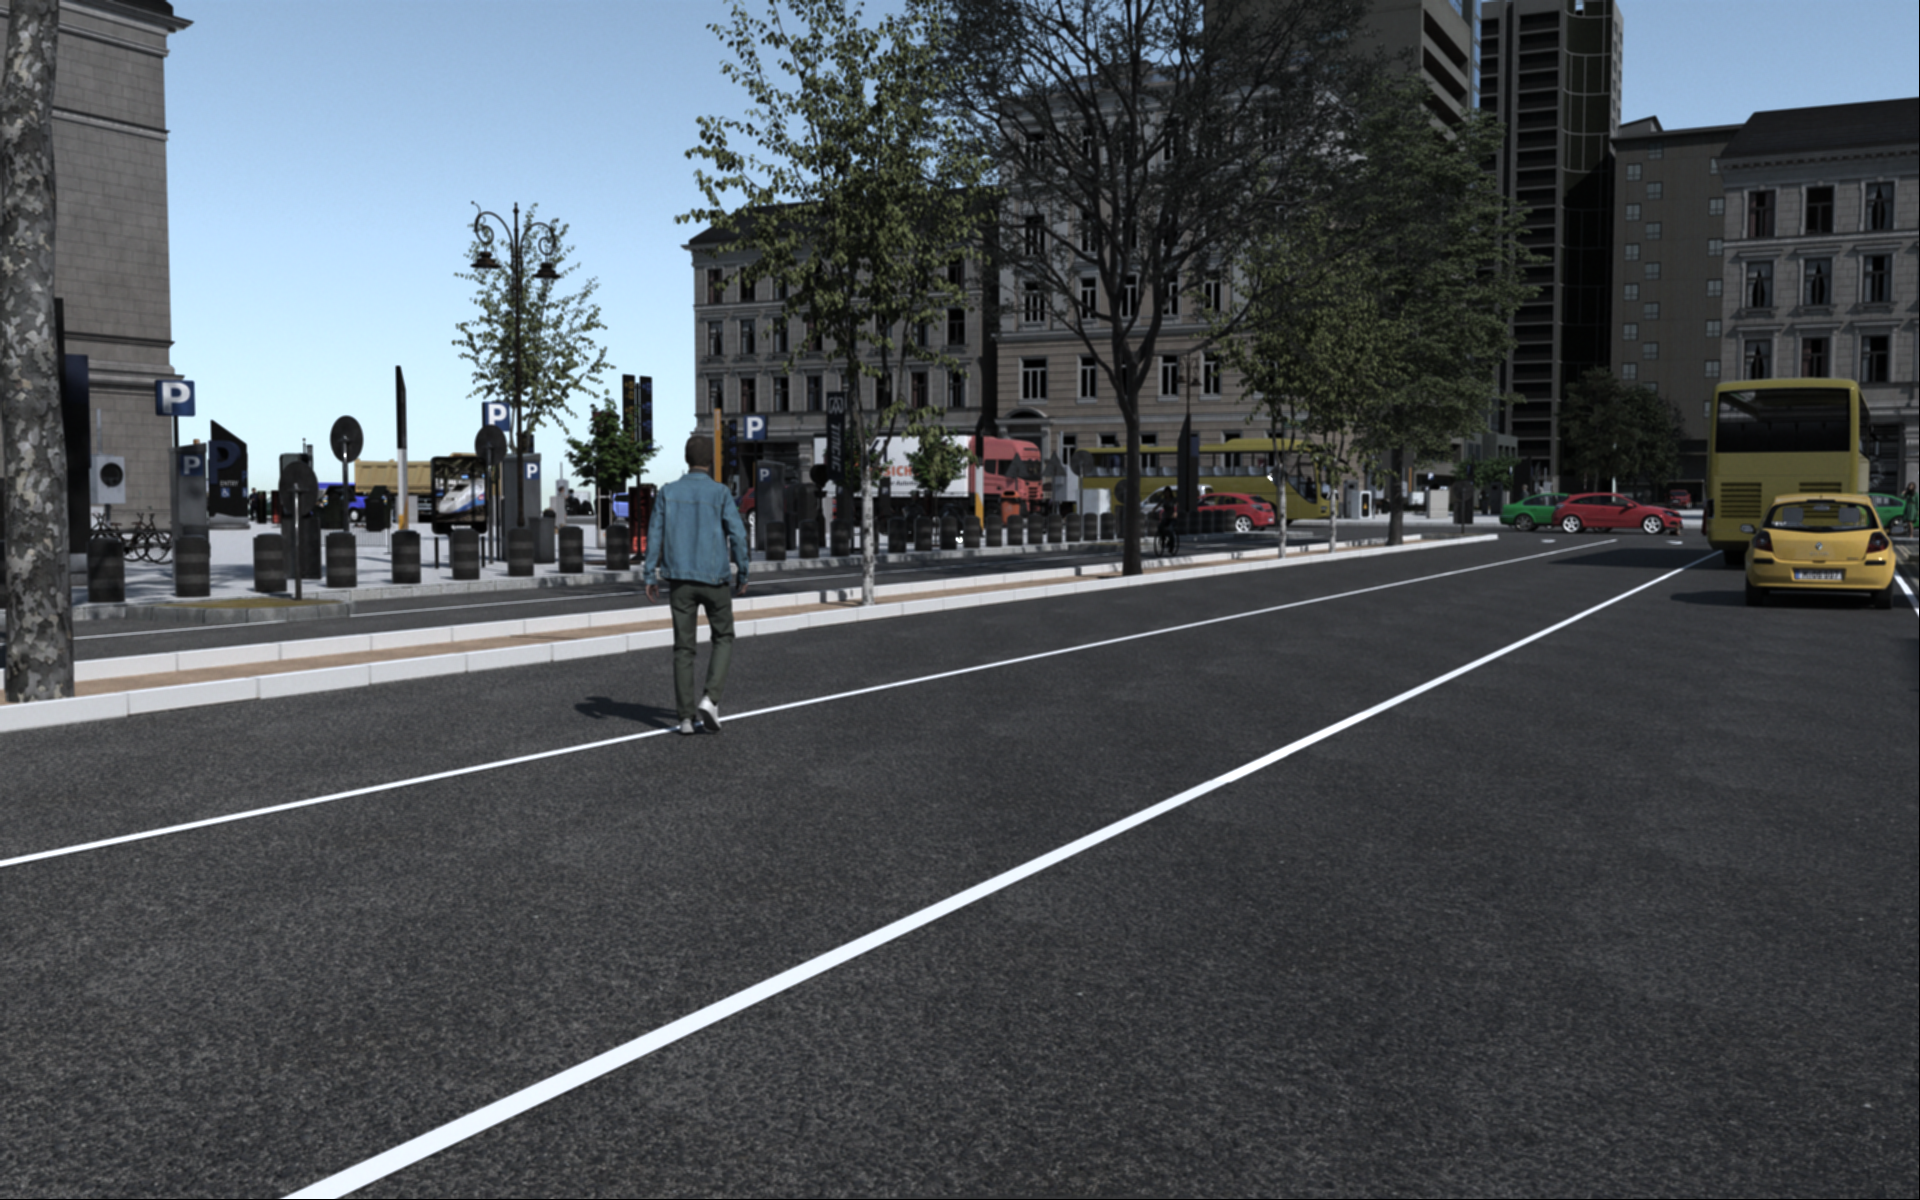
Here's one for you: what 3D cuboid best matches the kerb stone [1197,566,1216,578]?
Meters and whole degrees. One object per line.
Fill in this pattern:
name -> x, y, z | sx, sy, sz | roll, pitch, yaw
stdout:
kerb stone -> 4.173, -0.475, 29.969 | 0.120, 0.150, 1.000 | 2, 4, 27

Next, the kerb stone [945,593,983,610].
kerb stone -> -0.024, 0.027, 21.750 | 0.120, 0.150, 1.000 | 2, 4, 27

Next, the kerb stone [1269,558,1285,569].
kerb stone -> 6.054, -0.700, 33.632 | 0.120, 0.150, 1.000 | 2, 4, 27

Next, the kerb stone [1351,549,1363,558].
kerb stone -> 8.856, -1.032, 39.124 | 0.120, 0.150, 1.000 | 2, 4, 27

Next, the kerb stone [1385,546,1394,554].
kerb stone -> 10.263, -1.203, 41.871 | 0.120, 0.150, 1.000 | 2, 4, 27

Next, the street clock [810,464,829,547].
street clock -> -3.358, -2.271, 41.698 | 0.471, 2.002, 0.358 | -3, 5, -41

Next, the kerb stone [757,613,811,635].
kerb stone -> -1.898, 0.259, 18.076 | 0.120, 0.150, 1.000 | 2, 4, 27

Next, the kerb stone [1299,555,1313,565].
kerb stone -> 6.981, -0.808, 35.465 | 0.120, 0.150, 1.000 | 2, 4, 27

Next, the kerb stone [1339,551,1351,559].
kerb stone -> 8.390, -0.979, 38.211 | 0.120, 0.150, 1.000 | 2, 4, 27

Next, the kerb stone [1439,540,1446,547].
kerb stone -> 13.065, -1.534, 47.357 | 0.120, 0.150, 1.000 | 2, 4, 27

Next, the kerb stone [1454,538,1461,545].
kerb stone -> 14.006, -1.646, 49.195 | 0.120, 0.150, 1.000 | 2, 4, 27

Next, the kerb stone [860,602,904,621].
kerb stone -> -0.969, 0.139, 19.920 | 0.120, 0.150, 1.000 | 2, 4, 27

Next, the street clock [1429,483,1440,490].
street clock -> 31.606, -6.754, 114.993 | 0.471, 2.002, 0.358 | 2, 4, 34

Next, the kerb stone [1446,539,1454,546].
kerb stone -> 13.538, -1.596, 48.282 | 0.120, 0.150, 1.000 | 2, 4, 27

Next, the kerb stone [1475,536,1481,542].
kerb stone -> 15.409, -1.819, 51.943 | 0.120, 0.150, 1.000 | 2, 4, 27

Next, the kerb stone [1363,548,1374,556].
kerb stone -> 9.330, -1.091, 40.033 | 0.120, 0.150, 1.000 | 2, 4, 27

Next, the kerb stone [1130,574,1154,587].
kerb stone -> 2.780, -0.308, 27.227 | 0.120, 0.150, 1.000 | 2, 4, 27

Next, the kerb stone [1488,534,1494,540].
kerb stone -> 16.352, -1.931, 53.773 | 0.120, 0.150, 1.000 | 2, 4, 27

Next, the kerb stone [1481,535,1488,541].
kerb stone -> 15.883, -1.875, 52.858 | 0.120, 0.150, 1.000 | 2, 4, 27

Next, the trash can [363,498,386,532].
trash can -> -19.940, -2.896, 59.002 | 0.748, 1.137, 0.748 | 0, 3, 0

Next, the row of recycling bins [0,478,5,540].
row of recycling bins -> -24.219, -2.278, 44.354 | 1.069, 1.692, 3.534 | 0, 4, 5

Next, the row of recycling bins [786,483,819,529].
row of recycling bins -> -5.886, -3.519, 64.642 | 1.069, 1.692, 3.534 | -1, 4, -15

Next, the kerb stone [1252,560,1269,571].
kerb stone -> 5.582, -0.643, 32.717 | 0.120, 0.150, 1.000 | 2, 4, 27

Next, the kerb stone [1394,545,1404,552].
kerb stone -> 10.731, -1.254, 42.783 | 0.120, 0.150, 1.000 | 2, 4, 27

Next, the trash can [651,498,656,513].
trash can -> -24.227, -7.503, 134.327 | 0.748, 1.137, 0.748 | 0, 3, 0

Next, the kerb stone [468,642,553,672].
kerb stone -> -3.783, 0.479, 14.399 | 0.120, 0.150, 1.000 | 2, 4, 27

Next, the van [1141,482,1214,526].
van -> 9.077, -4.201, 75.703 | 4.112, 2.044, 2.013 | 2, 4, 27

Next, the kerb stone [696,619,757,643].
kerb stone -> -2.371, 0.315, 17.158 | 0.120, 0.150, 1.000 | 2, 4, 27

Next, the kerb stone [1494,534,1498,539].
kerb stone -> 16.825, -1.987, 54.688 | 0.120, 0.150, 1.000 | 2, 4, 27

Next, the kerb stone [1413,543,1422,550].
kerb stone -> 11.662, -1.371, 44.610 | 0.120, 0.150, 1.000 | 2, 4, 27

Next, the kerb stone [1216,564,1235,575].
kerb stone -> 4.642, -0.531, 30.880 | 0.120, 0.150, 1.000 | 2, 4, 27

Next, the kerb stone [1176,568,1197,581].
kerb stone -> 3.711, -0.419, 29.053 | 0.120, 0.150, 1.000 | 2, 4, 27

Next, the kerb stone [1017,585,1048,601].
kerb stone -> 0.905, -0.083, 23.579 | 0.120, 0.150, 1.000 | 2, 4, 27

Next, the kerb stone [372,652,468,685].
kerb stone -> -4.251, 0.533, 13.487 | 0.120, 0.150, 1.000 | 2, 4, 27

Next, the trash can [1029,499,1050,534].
trash can -> 2.538, -2.678, 55.431 | 0.748, 1.137, 0.748 | 0, 3, 0

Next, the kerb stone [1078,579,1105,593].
kerb stone -> 1.845, -0.196, 25.402 | 0.120, 0.150, 1.000 | 2, 4, 27

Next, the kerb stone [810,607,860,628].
kerb stone -> -1.435, 0.196, 18.996 | 0.120, 0.150, 1.000 | 2, 4, 27

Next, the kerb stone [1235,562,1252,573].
kerb stone -> 5.108, -0.587, 31.799 | 0.120, 0.150, 1.000 | 2, 4, 27

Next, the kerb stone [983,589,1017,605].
kerb stone -> 0.439, -0.029, 22.666 | 0.120, 0.150, 1.000 | 2, 4, 27

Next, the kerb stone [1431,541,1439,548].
kerb stone -> 12.602, -1.483, 46.439 | 0.120, 0.150, 1.000 | 2, 4, 27

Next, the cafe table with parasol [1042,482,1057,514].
cafe table with parasol -> 5.035, -5.677, 97.679 | 2.610, 1.966, 2.610 | -3, 5, -42

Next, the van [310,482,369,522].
van -> -32.138, -5.237, 90.011 | 5.245, 2.365, 2.240 | 2, 4, 26

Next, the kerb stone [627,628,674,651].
kerb stone -> -2.844, 0.364, 16.242 | 0.120, 0.150, 1.000 | 2, 4, 27

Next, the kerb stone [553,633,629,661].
kerb stone -> -3.311, 0.424, 15.319 | 0.120, 0.150, 1.000 | 2, 4, 27

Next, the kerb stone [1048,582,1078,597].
kerb stone -> 1.376, -0.139, 24.489 | 0.120, 0.150, 1.000 | 2, 4, 27

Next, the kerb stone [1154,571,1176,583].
kerb stone -> 3.243, -0.359, 28.142 | 0.120, 0.150, 1.000 | 2, 4, 27

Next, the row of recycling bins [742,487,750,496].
row of recycling bins -> -11.727, -5.963, 104.602 | 3.534, 1.692, 1.069 | 2, 4, 32

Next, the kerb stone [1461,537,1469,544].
kerb stone -> 14.483, -1.703, 50.112 | 0.120, 0.150, 1.000 | 2, 4, 27

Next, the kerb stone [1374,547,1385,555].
kerb stone -> 9.797, -1.147, 40.945 | 0.120, 0.150, 1.000 | 2, 4, 27

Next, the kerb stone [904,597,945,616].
kerb stone -> -0.490, 0.083, 20.836 | 0.120, 0.150, 1.000 | 2, 4, 27

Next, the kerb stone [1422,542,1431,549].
kerb stone -> 12.134, -1.425, 45.520 | 0.120, 0.150, 1.000 | 2, 4, 27

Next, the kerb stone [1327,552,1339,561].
kerb stone -> 7.926, -0.921, 37.297 | 0.120, 0.150, 1.000 | 2, 4, 27

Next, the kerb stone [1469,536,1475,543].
kerb stone -> 14.943, -1.764, 51.029 | 0.120, 0.150, 1.000 | 2, 4, 27

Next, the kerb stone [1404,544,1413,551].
kerb stone -> 11.197, -1.312, 43.696 | 0.120, 0.150, 1.000 | 2, 4, 27

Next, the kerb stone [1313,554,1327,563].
kerb stone -> 7.457, -0.867, 36.379 | 0.120, 0.150, 1.000 | 2, 4, 27

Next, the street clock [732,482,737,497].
street clock -> -16.480, -7.481, 126.878 | 0.471, 2.002, 0.358 | 0, 4, 1

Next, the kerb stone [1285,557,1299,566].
kerb stone -> 6.517, -0.756, 34.551 | 0.120, 0.150, 1.000 | 2, 4, 27

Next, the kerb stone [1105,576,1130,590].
kerb stone -> 2.307, -0.250, 26.317 | 0.120, 0.150, 1.000 | 2, 4, 27
